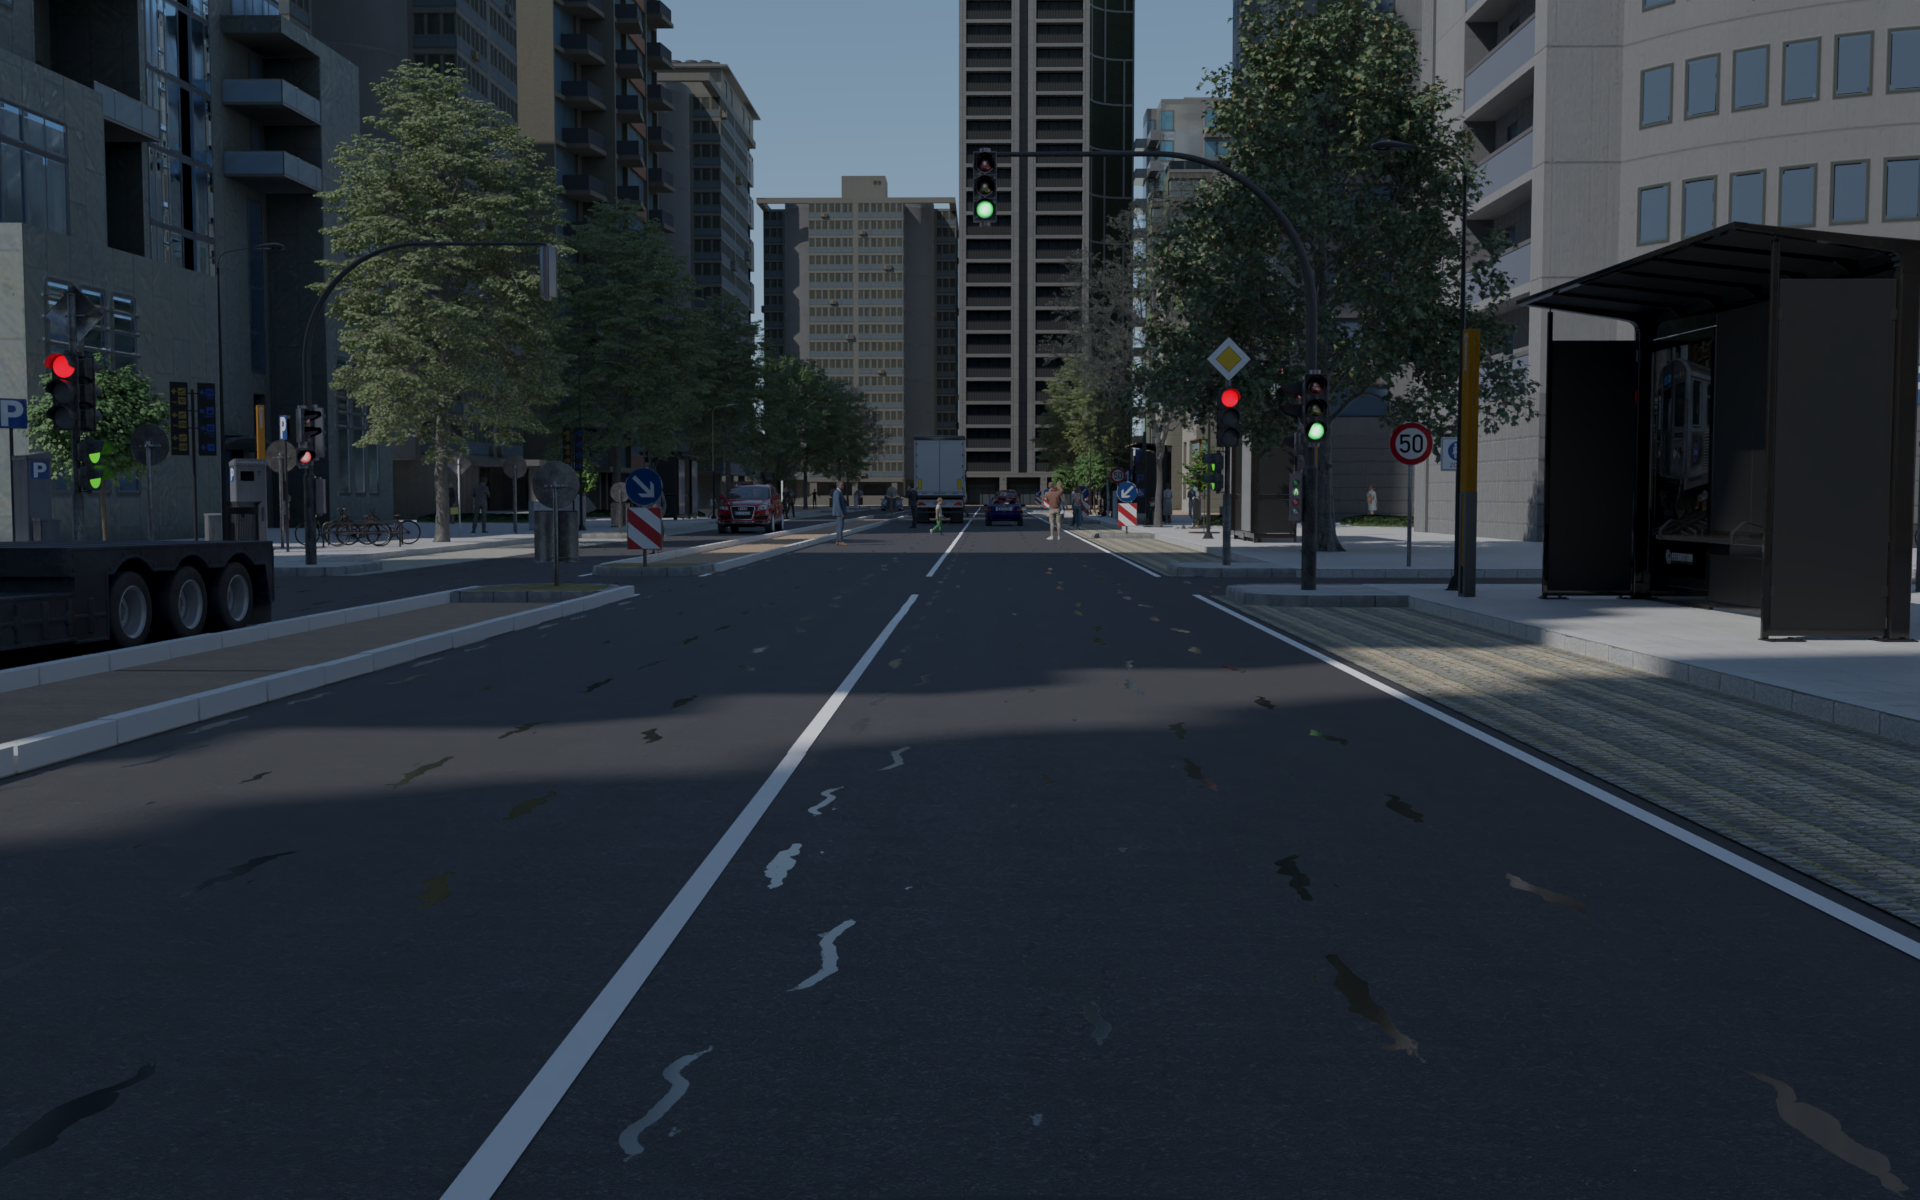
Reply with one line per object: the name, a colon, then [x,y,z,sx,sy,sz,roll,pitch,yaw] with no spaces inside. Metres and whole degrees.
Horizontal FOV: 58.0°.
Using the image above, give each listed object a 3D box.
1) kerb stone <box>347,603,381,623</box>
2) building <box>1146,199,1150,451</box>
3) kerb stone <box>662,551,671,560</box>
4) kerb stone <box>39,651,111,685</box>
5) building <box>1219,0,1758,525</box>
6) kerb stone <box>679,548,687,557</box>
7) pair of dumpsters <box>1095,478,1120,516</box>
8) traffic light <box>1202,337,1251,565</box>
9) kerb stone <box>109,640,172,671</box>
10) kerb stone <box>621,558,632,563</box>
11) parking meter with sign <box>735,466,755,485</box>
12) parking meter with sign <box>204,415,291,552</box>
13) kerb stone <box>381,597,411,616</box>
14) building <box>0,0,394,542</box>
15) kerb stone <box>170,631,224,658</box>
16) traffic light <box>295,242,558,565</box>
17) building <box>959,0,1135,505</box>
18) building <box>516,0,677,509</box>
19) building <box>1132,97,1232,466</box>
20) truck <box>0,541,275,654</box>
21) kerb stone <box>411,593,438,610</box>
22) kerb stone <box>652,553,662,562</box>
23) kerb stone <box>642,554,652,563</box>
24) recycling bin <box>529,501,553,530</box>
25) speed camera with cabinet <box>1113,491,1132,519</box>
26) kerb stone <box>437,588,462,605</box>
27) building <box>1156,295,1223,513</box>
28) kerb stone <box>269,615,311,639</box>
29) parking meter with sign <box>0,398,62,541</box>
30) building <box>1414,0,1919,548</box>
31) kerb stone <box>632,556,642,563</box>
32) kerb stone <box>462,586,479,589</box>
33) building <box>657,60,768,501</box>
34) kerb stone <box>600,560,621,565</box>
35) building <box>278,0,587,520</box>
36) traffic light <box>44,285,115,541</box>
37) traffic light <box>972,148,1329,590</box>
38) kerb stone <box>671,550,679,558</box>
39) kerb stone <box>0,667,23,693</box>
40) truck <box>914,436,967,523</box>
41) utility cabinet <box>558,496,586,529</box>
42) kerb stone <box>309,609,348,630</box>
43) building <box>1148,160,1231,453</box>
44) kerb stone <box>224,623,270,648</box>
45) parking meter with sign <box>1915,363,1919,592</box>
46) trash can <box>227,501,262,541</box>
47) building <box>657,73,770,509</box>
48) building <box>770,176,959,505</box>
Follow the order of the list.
kerb stone: [-6.808,0.162,19.554,0.120,0.150,1.000,0,4,1]
building: [24.821,-24.173,166.933,14.160,30.474,14.107,0,4,1]
kerb stone: [-6.482,-0.934,37.561,0.120,0.150,1.000,0,4,1]
kerb stone: [-6.906,0.537,13.412,0.120,0.150,1.000,0,4,1]
building: [24.982,-33.569,90.851,21.231,58.520,28.212,0,4,1]
kerb stone: [-6.445,-1.063,39.608,0.120,0.150,1.000,0,4,1]
pair of dumpsters: [8.821,-6.056,101.506,1.574,2.255,4.437,0,4,1]
traffic light: [4.783,-2.579,31.090,0.839,4.253,0.868,0,4,1]
kerb stone: [-6.882,0.475,14.434,0.120,0.150,1.000,0,4,1]
kerb stone: [-6.556,-0.689,33.468,0.120,0.150,1.000,0,4,1]
parking meter with sign: [-13.460,-6.741,106.470,1.738,3.016,0.543,-3,5,-40]
parking meter with sign: [-15.603,-2.548,37.925,1.738,3.016,0.543,-3,4,-37]
kerb stone: [-6.776,0.099,20.578,0.120,0.150,1.000,0,4,1]
building: [-33.128,-45.375,54.547,22.319,86.520,31.000,0,4,1]
kerb stone: [-6.873,0.412,15.458,0.120,0.150,1.000,0,4,1]
traffic light: [-9.683,-3.468,31.362,4.771,5.953,1.251,0,4,1]
building: [10.314,-46.983,206.430,20.611,71.187,20.563,0,4,1]
building: [-32.411,-28.592,122.107,22.147,44.769,28.867,0,4,1]
building: [35.927,-36.039,208.845,30.456,49.044,23.786,0,4,1]
truck: [-8.705,-1.168,8.848,2.967,4.110,18.799,0,4,2]
kerb stone: [-6.762,0.036,21.600,0.120,0.150,1.000,0,4,1]
kerb stone: [-6.498,-0.876,36.538,0.120,0.150,1.000,0,4,1]
kerb stone: [-6.520,-0.809,35.515,0.120,0.150,1.000,0,4,1]
recycling bin: [-14.871,-2.992,61.479,0.722,1.027,0.722,-2,4,-28]
speed camera with cabinet: [8.970,-5.832,89.694,2.038,3.252,0.660,-1,4,-10]
kerb stone: [-6.752,-0.026,22.622,0.120,0.150,1.000,0,4,1]
building: [30.041,-17.482,130.868,27.650,21.520,28.899,0,4,1]
kerb stone: [-6.842,0.288,17.507,0.120,0.150,1.000,0,4,1]
parking meter with sign: [-16.671,-2.130,31.088,1.738,3.016,0.543,3,5,41]
building: [29.449,-30.987,48.631,28.212,58.520,21.231,0,4,1]
kerb stone: [-6.539,-0.751,34.490,0.120,0.150,1.000,0,4,1]
kerb stone: [-6.724,-0.089,23.647,0.120,0.150,1.000,0,4,1]
building: [-37.660,-38.084,211.914,27.495,52.752,28.713,0,4,1]
kerb stone: [-6.575,-0.625,32.446,0.120,0.150,1.000,0,4,1]
building: [-37.082,-24.439,91.465,32.217,40.220,23.993,0,4,1]
traffic light: [-11.916,-2.108,23.379,0.839,4.253,0.868,0,4,1]
traffic light: [2.549,-2.956,23.001,4.771,5.953,1.251,0,4,1]
kerb stone: [-6.473,-1.002,38.583,0.120,0.150,1.000,0,4,1]
kerb stone: [-6.927,0.600,12.390,0.120,0.150,1.000,0,4,1]
truck: [-1.024,-6.099,88.631,2.839,4.237,11.283,0,4,0]
utility cabinet: [-14.154,-3.173,63.035,1.020,1.237,0.306,0,4,-1]
kerb stone: [-6.826,0.224,18.531,0.120,0.150,1.000,0,4,1]
building: [24.675,-23.299,152.643,14.160,30.474,14.107,0,4,1]
kerb stone: [-6.857,0.358,16.485,0.120,0.150,1.000,0,4,1]
parking meter with sign: [12.737,-1.596,22.362,0.543,3.016,1.738,0,4,1]
trash can: [-14.139,-1.375,34.130,0.748,1.137,0.748,0,3,0]
building: [-31.754,-28.531,158.367,23.993,40.220,32.217,0,4,1]
building: [-11.881,-31.938,214.075,23.993,40.220,32.217,0,4,1]
